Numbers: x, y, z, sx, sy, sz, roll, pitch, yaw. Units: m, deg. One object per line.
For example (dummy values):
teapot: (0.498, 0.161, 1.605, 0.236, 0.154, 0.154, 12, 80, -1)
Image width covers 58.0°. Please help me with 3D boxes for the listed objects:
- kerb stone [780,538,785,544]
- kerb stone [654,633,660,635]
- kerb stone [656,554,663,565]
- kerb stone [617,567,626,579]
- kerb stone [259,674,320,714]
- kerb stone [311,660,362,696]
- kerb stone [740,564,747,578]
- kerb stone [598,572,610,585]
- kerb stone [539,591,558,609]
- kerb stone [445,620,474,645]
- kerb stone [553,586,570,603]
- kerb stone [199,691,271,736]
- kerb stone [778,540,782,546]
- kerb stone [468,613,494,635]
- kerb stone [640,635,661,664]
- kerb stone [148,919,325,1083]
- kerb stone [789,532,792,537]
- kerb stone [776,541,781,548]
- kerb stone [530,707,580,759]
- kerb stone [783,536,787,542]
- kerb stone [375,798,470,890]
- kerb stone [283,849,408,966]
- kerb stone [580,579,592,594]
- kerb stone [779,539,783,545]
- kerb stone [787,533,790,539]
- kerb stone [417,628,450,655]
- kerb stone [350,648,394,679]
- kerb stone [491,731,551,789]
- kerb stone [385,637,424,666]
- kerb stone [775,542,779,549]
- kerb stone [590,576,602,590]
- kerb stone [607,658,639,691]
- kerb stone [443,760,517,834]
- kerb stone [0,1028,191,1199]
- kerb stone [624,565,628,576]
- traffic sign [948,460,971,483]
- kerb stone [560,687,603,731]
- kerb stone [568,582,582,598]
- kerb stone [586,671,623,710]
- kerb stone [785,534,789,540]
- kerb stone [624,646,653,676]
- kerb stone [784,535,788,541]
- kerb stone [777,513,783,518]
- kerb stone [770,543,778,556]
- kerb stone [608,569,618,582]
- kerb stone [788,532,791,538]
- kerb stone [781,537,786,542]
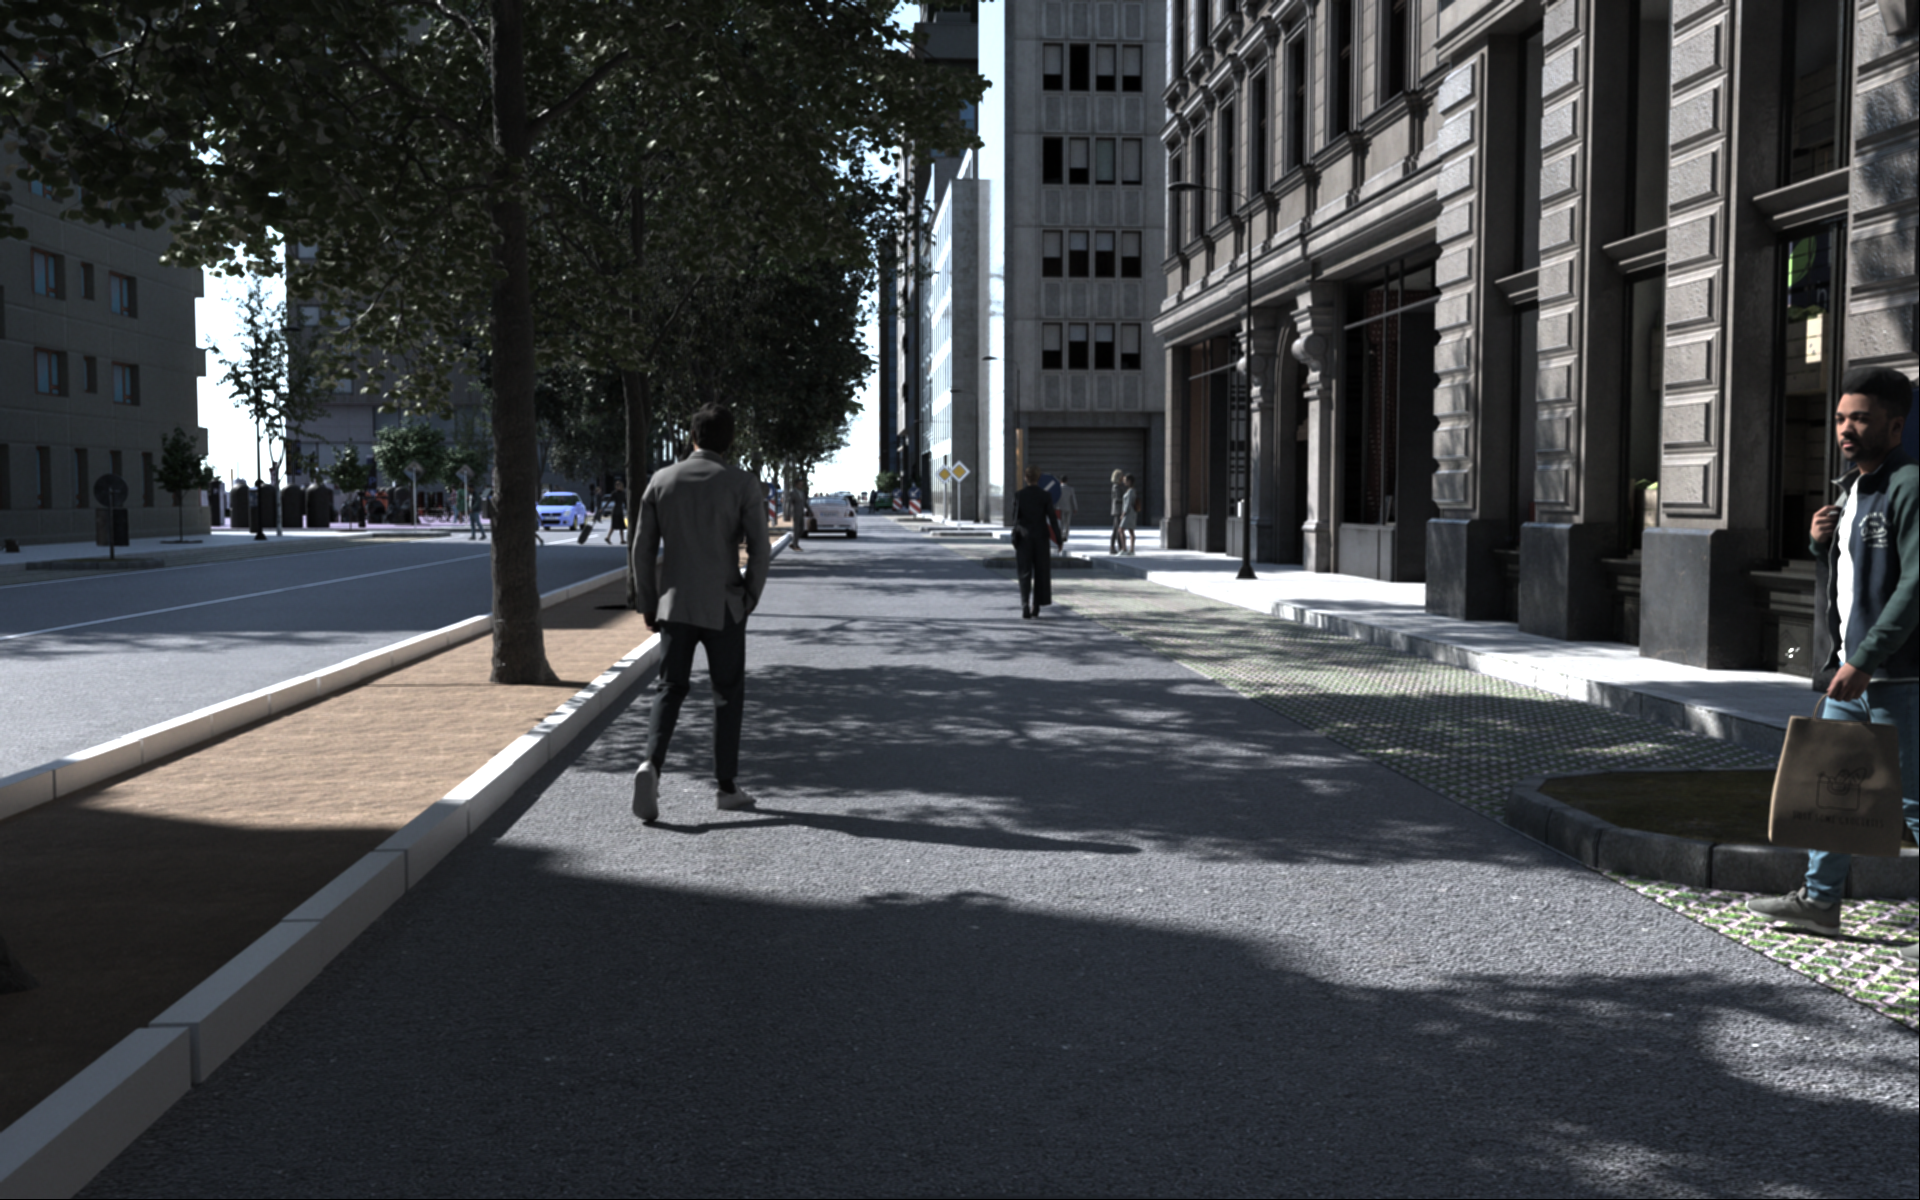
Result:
kerb stone: (-4.962, -1.556, 47.641, 0.120, 0.150, 1.000, 0, 4, -4)
kerb stone: (-2.745, 0.381, 15.968, 0.120, 0.150, 1.000, 0, 4, -4)
kerb stone: (-6.269, -0.858, 36.229, 0.120, 0.150, 1.000, 0, 4, -4)
kerb stone: (-5.774, -0.420, 29.071, 0.120, 0.150, 1.000, 0, 4, -4)
kerb stone: (-4.539, 0.644, 11.663, 0.120, 0.150, 1.000, 0, 4, -4)
kerb stone: (-4.599, 0.581, 12.695, 0.120, 0.150, 1.000, 0, 4, -4)
kerb stone: (-3.751, -0.494, 30.274, 0.120, 0.150, 1.000, 0, 4, -4)
kerb stone: (-5.630, -0.296, 27.031, 0.120, 0.150, 1.000, 0, 4, -4)
kerb stone: (-5.262, 0.020, 21.899, 0.120, 0.150, 1.000, 0, 4, -4)
kerb stone: (-4.903, 0.333, 16.774, 0.120, 0.150, 1.000, 0, 4, -4)
kerb stone: (-5.339, -0.045, 22.932, 0.120, 0.150, 1.000, 0, 4, -4)
kerb stone: (-4.475, 0.707, 10.639, 0.120, 0.150, 1.000, 0, 4, -4)
kerb stone: (-4.822, -1.432, 45.601, 0.120, 0.150, 1.000, 0, 4, -4)
kerb stone: (-4.980, 0.269, 17.805, 0.120, 0.150, 1.000, 0, 4, -4)
kerb stone: (-2.667, 0.444, 14.935, 0.120, 0.150, 1.000, 0, 4, -4)
kerb stone: (-1.942, 1.070, 4.702, 0.120, 0.150, 1.000, 0, 4, -4)
kerb stone: (-5.480, -1.995, 54.809, 0.120, 0.150, 1.000, 0, 4, -4)
kerb stone: (-4.757, -1.369, 44.581, 0.120, 0.150, 1.000, 0, 4, -4)
kerb stone: (-2.303, 0.757, 9.820, 0.120, 0.150, 1.000, 0, 4, -4)
kerb stone: (-5.117, -1.681, 49.680, 0.120, 0.150, 1.000, 0, 4, -4)
kerb stone: (-2.090, 0.944, 6.754, 0.120, 0.150, 1.000, 0, 4, -4)
kerb stone: (-2.020, 1.008, 5.722, 0.120, 0.150, 1.000, 0, 4, -4)
kerb stone: (-5.476, -0.170, 24.976, 0.120, 0.150, 1.000, 0, 4, -4)
kerb stone: (-4.898, -1.488, 46.621, 0.120, 0.150, 1.000, 0, 4, -4)
kerb stone: (-5.328, -1.869, 52.755, 0.120, 0.150, 1.000, 0, 4, -4)
kerb stone: (-4.837, 0.394, 15.753, 0.120, 0.150, 1.000, 0, 4, -4)
kerb stone: (-4.692, 0.519, 13.713, 0.120, 0.150, 1.000, 0, 4, -4)
kerb stone: (-2.236, 0.821, 8.793, 0.120, 0.150, 1.000, 0, 4, -4)
kerb stone: (-4.760, 0.456, 14.733, 0.120, 0.150, 1.000, 0, 4, -4)
kerb stone: (-4.682, -1.307, 43.561, 0.120, 0.150, 1.000, 0, 4, -4)
kerb stone: (-5.546, -0.229, 26.003, 0.120, 0.150, 1.000, 0, 4, -4)
kerb stone: (-2.528, 0.569, 12.886, 0.120, 0.150, 1.000, 0, 4, -4)
kerb stone: (-2.156, 0.882, 7.774, 0.120, 0.150, 1.000, 0, 4, -4)
kerb stone: (-1.879, 1.133, 3.670, 0.120, 0.150, 1.000, 0, 4, -4)
kerb stone: (-5.837, -0.483, 30.091, 0.120, 0.150, 1.000, 0, 4, -4)
traffic sign: (-0.010, -3.489, 59.233, 0.795, 2.593, 0.064, 0, 4, -4)
kerb stone: (-2.381, 0.695, 10.839, 0.120, 0.150, 1.000, 0, 4, -4)
kerb stone: (-5.402, -0.108, 23.957, 0.120, 0.150, 1.000, 0, 4, -4)
kerb stone: (-2.452, 0.632, 11.866, 0.120, 0.150, 1.000, 0, 4, -4)
kerb stone: (-5.262, -1.805, 51.732, 0.120, 0.150, 1.000, 0, 4, -4)
kerb stone: (-2.602, 0.506, 13.915, 0.120, 0.150, 1.000, 0, 4, -4)
kerb stone: (-5.193, -1.743, 50.699, 0.120, 0.150, 1.000, 0, 4, -4)
kerb stone: (-11.649, -5.522, 112.472, 0.120, 0.150, 1.000, 0, 4, -4)
kerb stone: (-4.616, -1.244, 42.534, 0.120, 0.150, 1.000, 0, 4, -4)
kerb stone: (-5.700, -0.358, 28.051, 0.120, 0.150, 1.000, 0, 4, -4)
kerb stone: (-5.405, -1.932, 53.779, 0.120, 0.150, 1.000, 0, 4, -4)
kerb stone: (-5.046, -1.619, 48.660, 0.120, 0.150, 1.000, 0, 4, -4)
